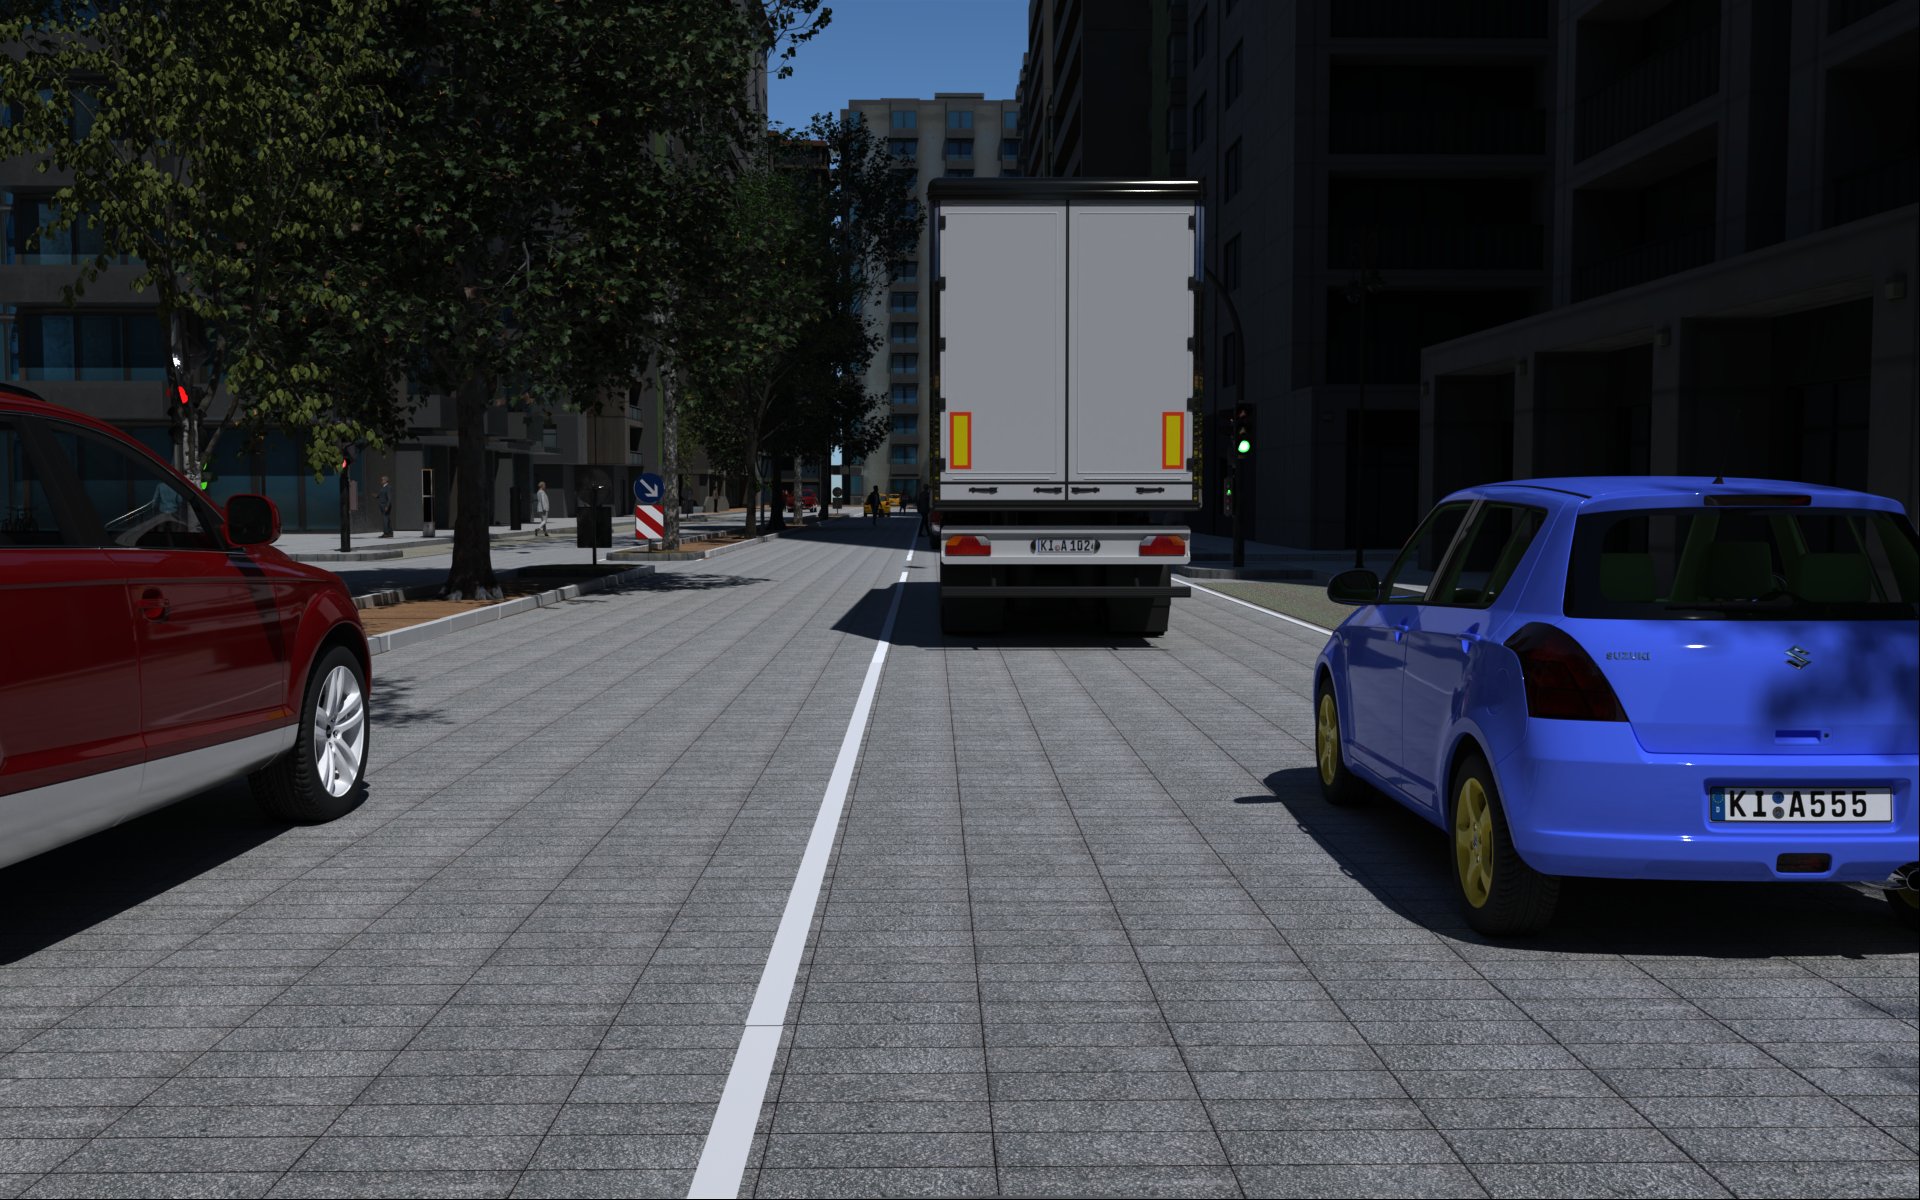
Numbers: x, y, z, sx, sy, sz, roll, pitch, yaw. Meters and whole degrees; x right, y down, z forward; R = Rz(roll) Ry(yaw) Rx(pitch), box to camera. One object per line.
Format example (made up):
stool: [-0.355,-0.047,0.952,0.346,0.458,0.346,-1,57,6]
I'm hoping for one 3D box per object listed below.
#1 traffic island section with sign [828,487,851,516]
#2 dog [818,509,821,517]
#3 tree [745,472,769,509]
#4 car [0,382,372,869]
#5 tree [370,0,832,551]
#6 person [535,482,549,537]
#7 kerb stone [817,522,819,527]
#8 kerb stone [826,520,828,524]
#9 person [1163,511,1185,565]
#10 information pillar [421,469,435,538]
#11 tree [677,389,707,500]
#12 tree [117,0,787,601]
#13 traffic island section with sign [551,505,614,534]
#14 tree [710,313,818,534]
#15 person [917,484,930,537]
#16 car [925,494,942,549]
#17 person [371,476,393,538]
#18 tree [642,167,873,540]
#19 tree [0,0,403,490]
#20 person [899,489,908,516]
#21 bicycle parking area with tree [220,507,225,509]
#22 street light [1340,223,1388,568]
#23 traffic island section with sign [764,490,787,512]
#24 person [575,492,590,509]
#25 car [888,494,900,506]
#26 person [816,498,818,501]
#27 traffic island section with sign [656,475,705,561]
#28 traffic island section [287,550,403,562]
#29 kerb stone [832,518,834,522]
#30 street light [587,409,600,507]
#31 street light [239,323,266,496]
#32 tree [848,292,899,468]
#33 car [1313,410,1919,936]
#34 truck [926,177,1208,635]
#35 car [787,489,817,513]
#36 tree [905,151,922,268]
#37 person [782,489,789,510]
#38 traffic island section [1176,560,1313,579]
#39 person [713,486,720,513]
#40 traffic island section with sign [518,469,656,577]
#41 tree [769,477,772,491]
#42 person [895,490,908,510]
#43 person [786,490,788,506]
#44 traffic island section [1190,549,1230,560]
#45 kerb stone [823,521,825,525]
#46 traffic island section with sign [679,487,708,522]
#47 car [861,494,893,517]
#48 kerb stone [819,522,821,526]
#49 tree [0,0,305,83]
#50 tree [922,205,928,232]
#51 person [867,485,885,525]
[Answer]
traffic island section with sign: [-8.046,-6.419,113.089,2.006,1.907,1.989,0,4,-1]
dog: [-8.568,-5.553,107.627,0.513,0.831,0.800,0,4,1]
tree: [-17.821,-9.518,150.216,1.663,3.219,1.824,0,3,0]
car: [-3.754,0.164,5.992,2.281,1.827,5.304,0,4,1]
tree: [-8.316,-11.273,42.661,12.611,20.169,13.585,0,3,0]
person: [-13.982,-3.025,57.833,0.514,1.842,0.818,2,4,32]
kerb stone: [-6.327,-3.241,75.232,0.120,0.150,1.000,0,4,-1]
kerb stone: [-6.428,-3.619,81.369,0.120,0.150,1.000,0,4,-1]
person: [4.271,-1.610,35.093,0.520,1.790,0.573,-2,4,-27]
information pillar: [-15.705,-2.855,51.169,0.304,2.012,0.304,0,4,-5]
tree: [-17.393,-9.726,109.378,4.737,8.622,4.395,0,3,0]
tree: [-6.637,-6.352,23.319,9.611,12.733,9.660,0,3,0]
traffic island section with sign: [-13.678,-3.323,62.964,1.989,1.847,2.006,0,4,-1]
tree: [-7.047,-6.656,61.637,4.360,8.622,3.978,0,3,0]
person: [-1.111,-3.014,58.174,0.834,1.777,0.661,-3,5,-44]
car: [0.201,-2.318,46.569,2.281,1.827,5.304,0,4,-2]
person: [-17.043,-2.749,51.164,0.590,1.801,0.661,-2,4,-34]
tree: [-6.513,-7.713,54.323,9.928,11.665,9.643,0,3,0]
tree: [-6.334,-3.745,14.056,4.737,8.622,4.395,0,3,0]
person: [-3.755,-6.397,113.674,0.593,1.750,0.643,-1,4,-20]
bicycle parking area with tree: [-23.107,-3.589,45.680,8.231,4.147,9.016,0,4,-6]
street light: [6.929,-3.491,29.874,0.468,5.910,1.993,0,4,-1]
traffic island section with sign: [-15.057,-8.037,140.028,1.989,1.847,2.006,0,4,-1]
person: [-10.766,-2.519,49.786,0.694,1.812,0.767,3,5,42]
car: [-7.102,-10.947,189.213,2.015,1.641,3.980,0,4,1]
person: [-12.804,-8.536,151.287,0.991,1.433,0.599,2,4,30]
traffic island section with sign: [-6.698,-1.824,37.962,2.006,1.907,1.989,0,4,-1]
traffic island section: [-13.560,-0.973,38.185,2.009,0.180,2.903,0,4,-1]
kerb stone: [-6.527,-3.932,86.481,0.120,0.150,1.000,0,4,-1]
street light: [-16.270,-6.396,77.356,0.468,5.910,1.993,0,4,-1]
street light: [-15.611,-4.033,38.726,0.468,5.910,1.993,0,4,-1]
tree: [-7.287,-9.120,68.582,9.611,12.733,9.660,0,3,0]
car: [2.513,0.164,6.907,1.945,1.707,3.694,0,4,0]
truck: [0.972,-1.960,20.952,2.839,4.237,11.283,0,4,0]
car: [-12.289,-7.735,135.142,2.281,1.827,5.304,0,4,0]
tree: [-8.718,-13.573,80.263,12.611,20.169,13.585,0,3,0]
person: [-15.015,-8.508,147.561,1.348,1.831,0.705,2,4,35]
traffic island section: [4.920,-0.504,30.522,2.009,0.180,2.903,0,4,-1]
person: [-16.927,-6.987,120.298,0.705,1.823,1.348,0,4,7]
traffic island section with sign: [-6.575,-1.371,30.556,2.006,1.907,1.989,0,4,-1]
tree: [-18.036,-10.591,167.756,1.663,3.219,1.824,0,3,0]
person: [-5.342,-9.244,159.598,1.348,1.831,0.705,2,4,27]
person: [-18.239,-10.618,180.451,0.742,1.727,0.445,-2,4,-25]
traffic island section: [4.778,-0.992,38.505,2.009,0.180,2.903,0,4,-1]
kerb stone: [-6.397,-3.493,79.325,0.120,0.150,1.000,0,4,-1]
traffic island section with sign: [-14.155,-4.972,89.915,1.989,1.847,2.006,0,4,-1]
car: [-5.236,-6.061,109.328,2.015,1.641,3.980,0,4,-3]
kerb stone: [-6.342,-3.306,76.254,0.120,0.150,1.000,0,4,-1]
tree: [-6.006,-4.335,7.745,8.767,10.594,7.601,0,4,-1]
tree: [-8.481,-14.349,92.956,12.611,20.169,13.585,0,3,0]
person: [-3.810,-4.292,78.666,0.794,1.824,0.713,-2,4,-28]
